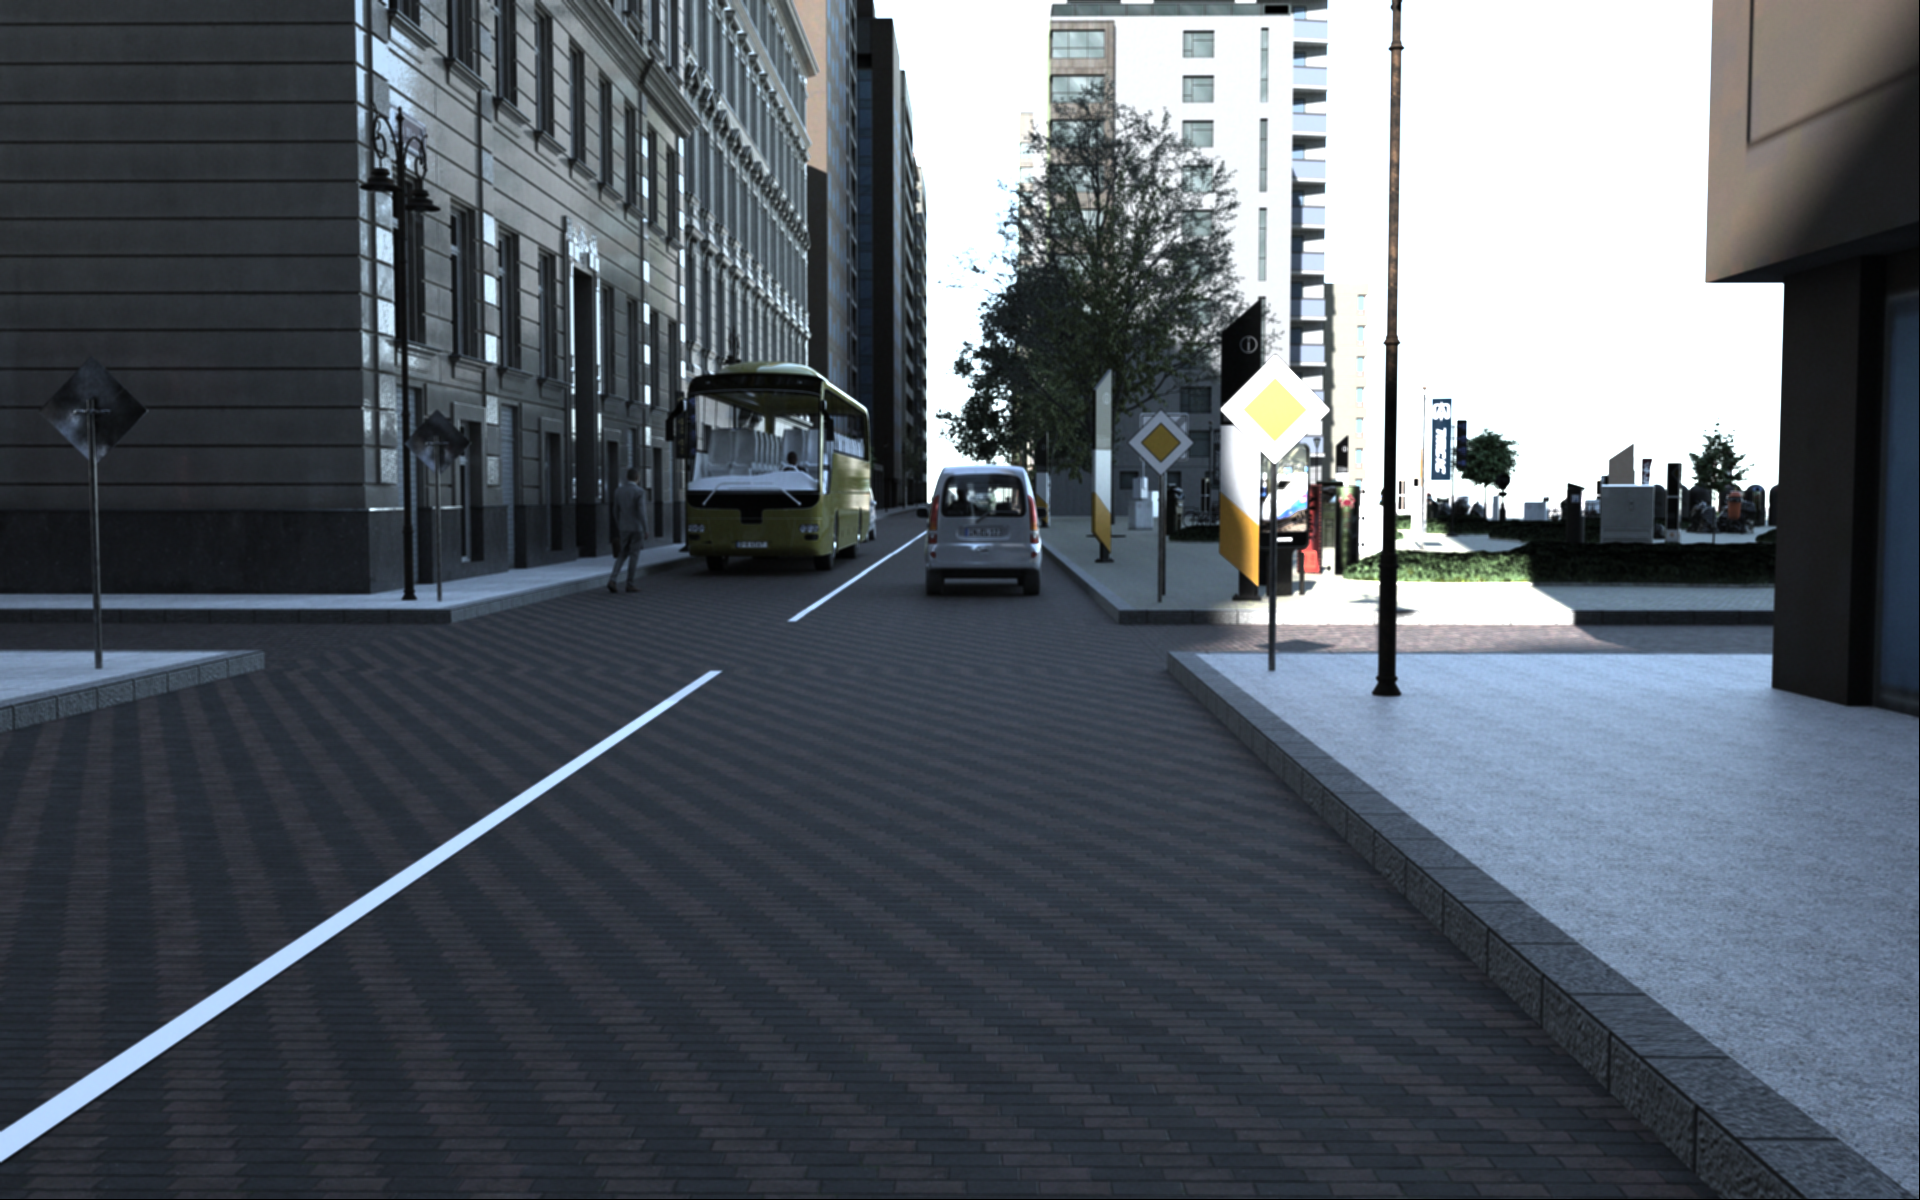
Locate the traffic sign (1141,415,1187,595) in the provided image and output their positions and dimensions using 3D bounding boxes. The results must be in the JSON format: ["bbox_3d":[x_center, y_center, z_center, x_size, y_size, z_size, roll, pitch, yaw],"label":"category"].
[{"bbox_3d":[2.582,-1.213,21.955,0.606,2.300,0.079,0,4,7],"label":"traffic sign"}]

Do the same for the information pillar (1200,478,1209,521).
[{"bbox_3d":[11.478,-4.687,81.124,0.304,2.012,0.304,-3,5,-42],"label":"information pillar"}]

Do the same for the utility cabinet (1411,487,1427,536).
[{"bbox_3d":[13.837,-2.659,52.147,0.318,1.500,1.173,1,4,22],"label":"utility cabinet"}]

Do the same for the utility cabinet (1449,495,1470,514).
[{"bbox_3d":[25.832,-4.799,89.625,1.020,1.237,0.306,3,5,40],"label":"utility cabinet"}]

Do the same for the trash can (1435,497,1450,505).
[{"bbox_3d":[23.467,-4.438,84.208,0.748,1.137,0.748,0,3,0],"label":"trash can"}]

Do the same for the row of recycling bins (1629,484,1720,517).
[{"bbox_3d":[28.306,-3.803,69.291,3.534,1.692,1.069,0,4,-1],"label":"row of recycling bins"}]

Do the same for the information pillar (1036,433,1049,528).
[{"bbox_3d":[3.149,-4.581,66.259,0.504,3.616,0.183,2,4,31],"label":"information pillar"}]

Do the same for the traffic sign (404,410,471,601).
[{"bbox_3d":[-6.222,-1.040,20.653,0.795,2.450,0.064,0,4,1],"label":"traffic sign"}]

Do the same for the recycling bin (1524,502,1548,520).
[{"bbox_3d":[19.417,-2.804,58.396,0.722,1.027,0.722,2,4,24],"label":"recycling bin"}]

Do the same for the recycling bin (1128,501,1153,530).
[{"bbox_3d":[6.527,-3.059,62.565,0.722,1.027,0.722,-1,4,-15],"label":"recycling bin"}]

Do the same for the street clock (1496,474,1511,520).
[{"bbox_3d":[19.357,-3.498,61.764,0.471,2.002,0.358,-1,4,-11],"label":"street clock"}]

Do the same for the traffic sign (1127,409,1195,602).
[{"bbox_3d":[2.371,-1.032,20.520,0.795,2.450,0.064,0,4,1],"label":"traffic sign"}]

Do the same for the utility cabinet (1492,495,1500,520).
[{"bbox_3d":[26.041,-4.460,84.089,0.306,1.237,1.020,1,4,21],"label":"utility cabinet"}]

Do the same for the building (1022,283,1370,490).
[{"bbox_3d":[19.765,-19.038,156.317,27.650,21.520,28.899,0,4,1],"label":"building"}]

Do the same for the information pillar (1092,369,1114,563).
[{"bbox_3d":[2.662,-2.512,32.424,0.183,3.616,0.504,3,5,43],"label":"information pillar"}]

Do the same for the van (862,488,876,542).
[{"bbox_3d":[-3.521,-2.814,53.028,2.013,2.044,4.112,0,4,2],"label":"van"}]

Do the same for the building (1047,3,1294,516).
[{"bbox_3d":[12.266,-20.461,106.233,14.160,30.474,14.107,0,4,1],"label":"building"}]

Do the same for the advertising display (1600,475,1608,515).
[{"bbox_3d":[21.803,-3.268,58.653,0.123,1.923,0.974,1,4,13],"label":"advertising display"}]

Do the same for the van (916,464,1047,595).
[{"bbox_3d":[0.330,-1.163,26.023,2.013,2.044,4.112,0,3,0],"label":"van"}]

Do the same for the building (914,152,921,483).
[{"bbox_3d":[-16.214,-34.381,216.752,22.147,44.769,28.867,0,4,1],"label":"building"}]

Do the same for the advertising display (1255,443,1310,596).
[{"bbox_3d":[4.019,-1.011,21.752,0.974,1.923,0.123,-3,4,-37],"label":"advertising display"}]

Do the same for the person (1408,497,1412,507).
[{"bbox_3d":[45.631,-9.952,174.441,0.991,1.433,0.599,0,4,-4],"label":"person"}]

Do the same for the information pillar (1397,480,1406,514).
[{"bbox_3d":[22.763,-5.185,89.263,0.304,2.012,0.304,-3,5,-43],"label":"information pillar"}]

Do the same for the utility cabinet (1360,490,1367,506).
[{"bbox_3d":[21.854,-5.215,93.942,0.318,1.500,1.173,0,4,7],"label":"utility cabinet"}]

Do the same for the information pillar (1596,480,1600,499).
[{"bbox_3d":[32.981,-5.185,89.261,0.304,2.012,0.304,-2,4,-33],"label":"information pillar"}]

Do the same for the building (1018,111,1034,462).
[{"bbox_3d":[13.279,-30.847,187.947,14.154,41.232,14.086,0,4,1],"label":"building"}]

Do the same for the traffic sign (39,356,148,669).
[{"bbox_3d":[-6.328,-0.552,12.669,0.795,2.450,0.064,0,4,1],"label":"traffic sign"}]

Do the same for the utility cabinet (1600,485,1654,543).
[{"bbox_3d":[15.970,-2.005,41.464,1.173,1.500,0.318,2,4,24],"label":"utility cabinet"}]

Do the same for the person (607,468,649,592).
[{"bbox_3d":[-4.820,-1.023,25.348,0.709,1.813,0.853,1,4,22],"label":"person"}]

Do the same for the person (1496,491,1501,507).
[{"bbox_3d":[54.118,-10.081,174.037,1.217,1.735,0.721,3,5,40],"label":"person"}]

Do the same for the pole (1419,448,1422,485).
[{"bbox_3d":[20.580,-5.102,77.257,0.158,3.312,0.155,0,3,0],"label":"pole"}]

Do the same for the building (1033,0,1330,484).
[{"bbox_3d":[15.867,-35.746,126.452,21.231,58.520,28.212,0,4,1],"label":"building"}]

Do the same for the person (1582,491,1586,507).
[{"bbox_3d":[63.517,-10.235,176.505,0.621,1.740,0.551,0,4,-2],"label":"person"}]

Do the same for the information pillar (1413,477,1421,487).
[{"bbox_3d":[20.148,-4.401,76.449,0.304,2.012,0.304,2,4,25],"label":"information pillar"}]

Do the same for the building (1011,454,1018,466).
[{"bbox_3d":[20.264,-22.316,209.912,27.650,21.520,28.899,0,4,1],"label":"building"}]

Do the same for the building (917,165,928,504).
[{"bbox_3d":[-15.554,-37.859,242.695,21.300,48.544,21.600,0,4,1],"label":"building"}]

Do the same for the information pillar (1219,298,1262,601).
[{"bbox_3d":[3.383,-1.802,20.825,0.504,3.616,0.183,0,4,8],"label":"information pillar"}]

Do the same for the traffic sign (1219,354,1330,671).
[{"bbox_3d":[2.266,-0.544,12.535,0.795,2.450,0.064,0,4,1],"label":"traffic sign"}]

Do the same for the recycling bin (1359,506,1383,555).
[{"bbox_3d":[8.652,-1.497,37.029,0.722,1.027,0.722,1,4,9],"label":"recycling bin"}]

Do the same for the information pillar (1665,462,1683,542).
[{"bbox_3d":[16.602,-2.189,40.290,0.304,2.012,0.304,2,4,31],"label":"information pillar"}]

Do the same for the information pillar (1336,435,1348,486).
[{"bbox_3d":[15.169,-4.734,68.758,0.504,3.616,0.183,-1,4,-9],"label":"information pillar"}]

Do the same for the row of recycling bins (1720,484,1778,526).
[{"bbox_3d":[32.745,-3.866,70.320,3.534,1.692,1.069,1,4,14],"label":"row of recycling bins"}]

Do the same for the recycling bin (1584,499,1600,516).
[{"bbox_3d":[30.186,-4.280,82.525,0.722,1.027,0.722,0,4,5],"label":"recycling bin"}]

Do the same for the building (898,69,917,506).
[{"bbox_3d":[-16.153,-34.670,190.553,21.300,48.544,21.600,0,4,1],"label":"building"}]

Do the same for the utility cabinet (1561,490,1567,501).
[{"bbox_3d":[33.521,-5.273,94.894,0.318,1.500,1.173,-2,4,-29],"label":"utility cabinet"}]

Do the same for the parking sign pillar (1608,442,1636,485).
[{"bbox_3d":[34.638,-6.251,90.684,1.447,3.967,1.447,3,4,37],"label":"parking sign pillar"}]

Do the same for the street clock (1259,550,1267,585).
[{"bbox_3d":[4.322,-1.213,24.407,0.358,2.002,0.471,-1,4,-18],"label":"street clock"}]
